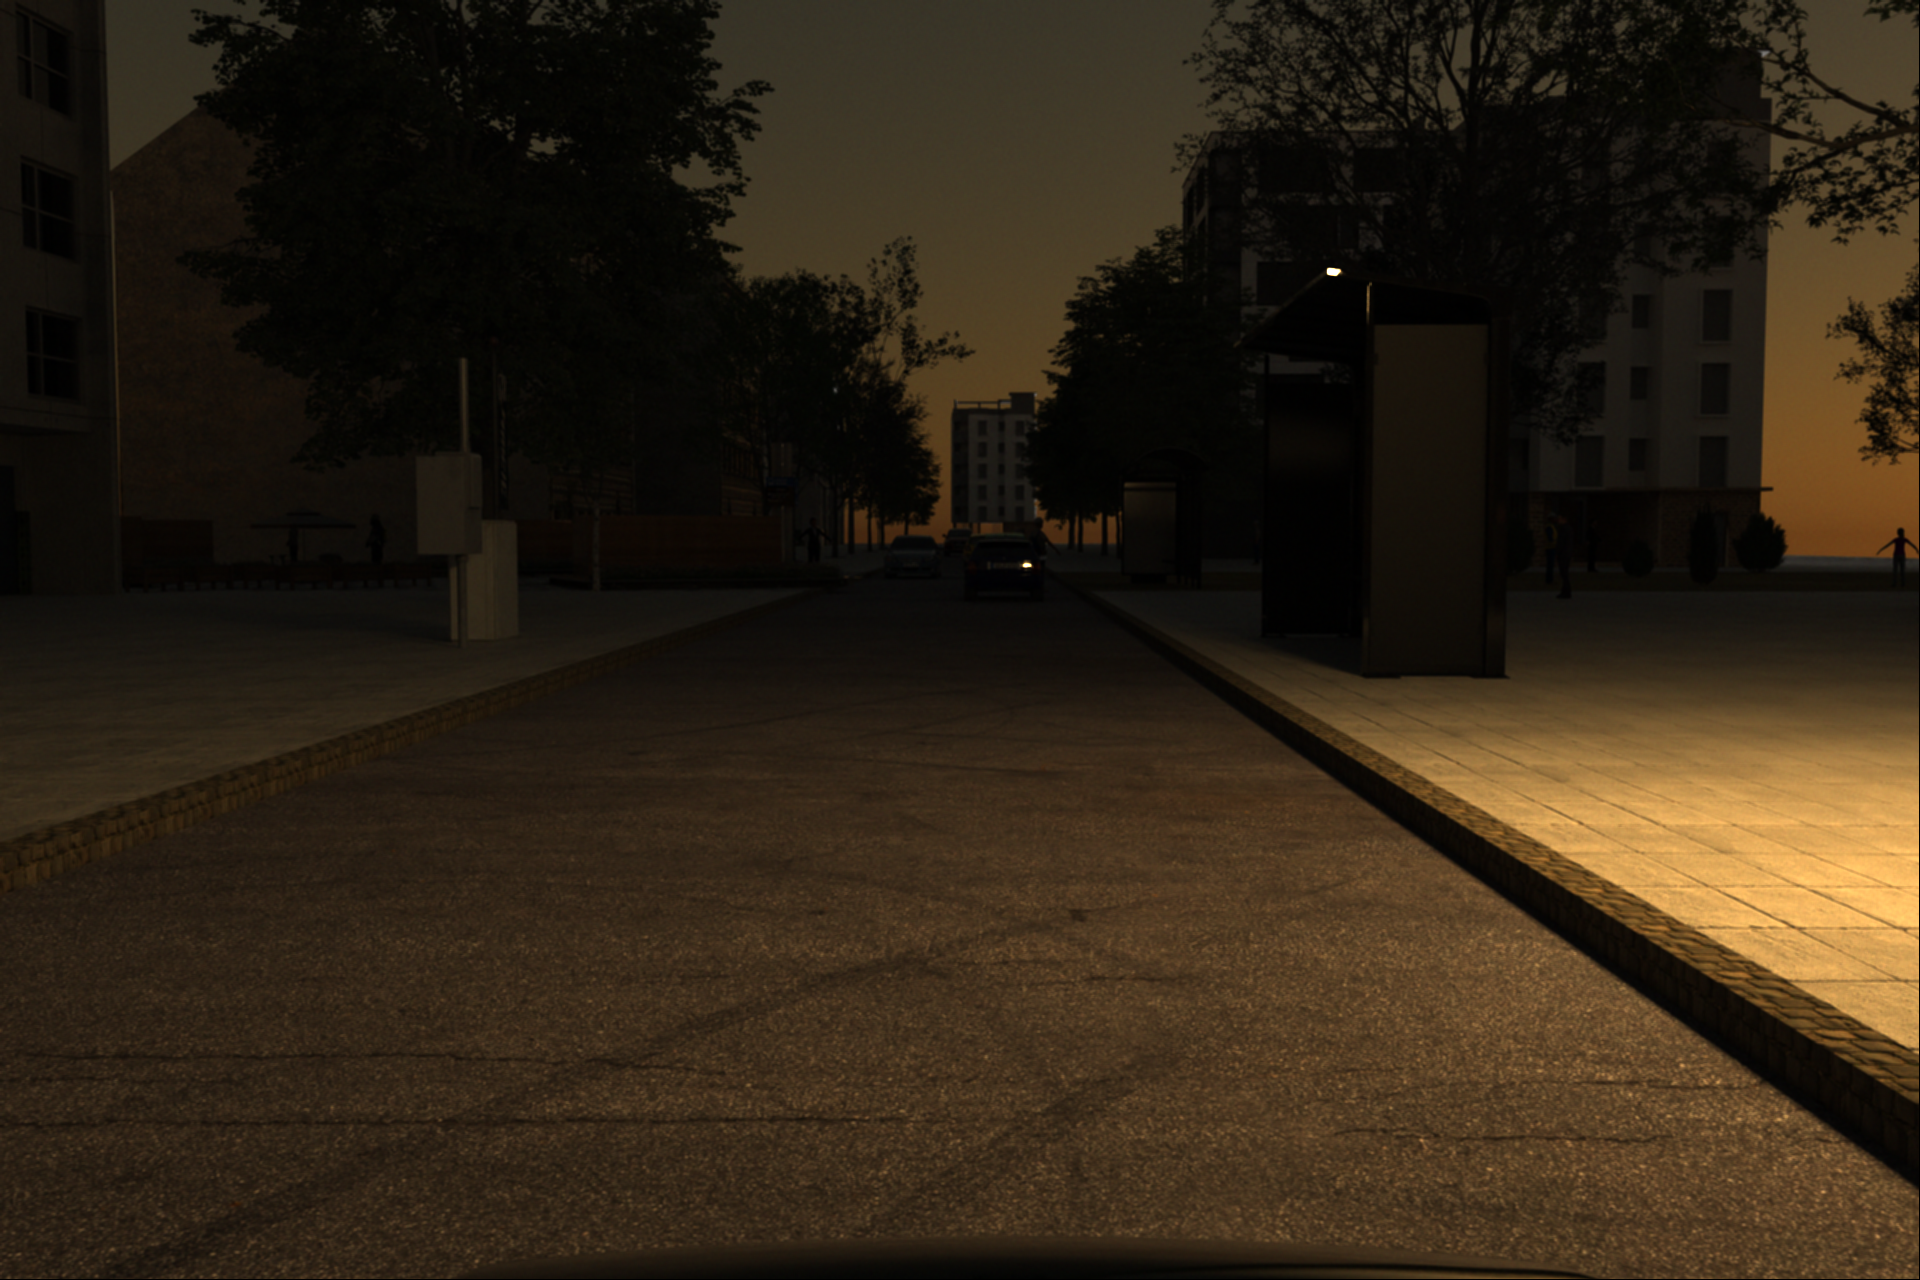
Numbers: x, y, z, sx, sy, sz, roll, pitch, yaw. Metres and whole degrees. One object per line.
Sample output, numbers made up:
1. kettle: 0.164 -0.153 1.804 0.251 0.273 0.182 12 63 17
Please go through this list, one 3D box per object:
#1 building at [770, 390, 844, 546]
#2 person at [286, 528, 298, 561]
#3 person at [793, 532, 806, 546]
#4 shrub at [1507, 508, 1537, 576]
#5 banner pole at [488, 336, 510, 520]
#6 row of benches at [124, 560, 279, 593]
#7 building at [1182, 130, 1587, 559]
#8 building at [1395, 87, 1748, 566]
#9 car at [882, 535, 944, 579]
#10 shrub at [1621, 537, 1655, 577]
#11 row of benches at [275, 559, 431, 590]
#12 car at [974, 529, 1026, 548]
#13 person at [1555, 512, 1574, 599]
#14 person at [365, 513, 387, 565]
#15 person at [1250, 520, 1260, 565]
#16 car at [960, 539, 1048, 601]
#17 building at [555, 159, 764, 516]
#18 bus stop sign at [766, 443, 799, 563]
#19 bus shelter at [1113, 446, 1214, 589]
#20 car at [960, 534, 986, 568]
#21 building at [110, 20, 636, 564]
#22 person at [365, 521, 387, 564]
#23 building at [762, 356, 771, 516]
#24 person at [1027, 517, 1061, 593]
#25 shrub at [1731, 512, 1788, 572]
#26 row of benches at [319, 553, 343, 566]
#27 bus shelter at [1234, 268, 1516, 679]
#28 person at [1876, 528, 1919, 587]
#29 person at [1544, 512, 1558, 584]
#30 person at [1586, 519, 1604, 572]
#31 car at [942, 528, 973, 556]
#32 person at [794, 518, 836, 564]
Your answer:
1. building: -22.776 -20.209 196.876 16.747 18.905 31.486 0 4 1
2. person: -20.676 -2.906 53.648 0.705 1.813 1.348 -1 4 -15
3. person: -5.380 -2.859 53.022 1.348 1.796 0.705 -2 4 -23
4. shrub: 16.889 -3.018 53.386 1.661 2.075 1.752 0 3 0
5. banner pole: -5.910 -1.973 22.282 0.401 3.779 0.863 0 4 0
6. row of benches: -17.326 -1.496 39.920 1.422 0.672 4.104 1 4 23
7. building: 27.039 -15.916 104.194 27.936 21.610 32.646 0 4 1
8. building: 25.312 -13.659 79.738 16.016 20.090 11.380 0 4 1
9. car: -1.522 -2.753 57.009 2.014 1.417 4.499 0 4 1
10. shrub: 20.197 -2.475 51.583 1.383 1.207 1.383 0 3 0
11. row of benches: -14.414 -1.568 41.096 1.422 0.672 4.104 2 4 34
12. car: 1.434 -2.891 56.061 1.959 1.807 4.718 0 4 0
13. person: 12.048 -1.687 34.548 0.541 1.710 0.530 -3 4 -38
14. person: -16.342 -2.607 48.402 0.705 1.856 1.354 0 4 -6
15. person: 12.243 -4.027 71.691 0.705 1.847 1.347 0 4 0
16. car: 0.971 -1.568 38.210 1.945 1.354 3.894 0 4 1
17. building: -23.064 -17.092 110.379 19.493 23.208 18.063 0 4 1
18. bus stop sign: -5.141 -3.737 50.118 0.837 3.901 0.837 0 4 2
19. bus shelter: 4.914 -2.976 42.588 2.014 3.302 5.546 0 4 2
20. car: 0.997 -3.876 73.594 2.015 1.641 3.980 0 4 0
21. building: -26.703 -15.405 82.805 19.493 23.208 18.063 0 4 1
22. person: -22.244 -3.671 66.162 1.346 1.812 0.704 3 4 38
23. building: -24.126 -18.627 160.965 16.016 20.090 11.380 0 4 1
24. person: 1.948 -2.086 42.417 0.705 1.847 1.347 -3 4 -38
25. shrub: 26.849 -3.309 58.145 1.661 2.075 1.752 0 3 0
26. row of benches: -20.533 -2.510 56.496 1.422 0.672 4.104 -1 4 -21
27. bus shelter: 4.180 -1.661 18.435 1.731 3.624 6.357 0 4 1
28. person: 22.640 -1.989 41.783 0.991 1.433 0.599 0 4 7
29. person: 15.132 -2.341 44.242 0.705 1.833 1.349 1 4 21
30. person: 21.431 -3.207 58.622 0.705 1.806 1.347 3 5 41
31. car: 0.014 -6.360 112.657 2.281 1.827 5.304 0 4 1
32. person: -4.072 -2.560 48.573 1.216 1.740 0.721 -2 4 -24
